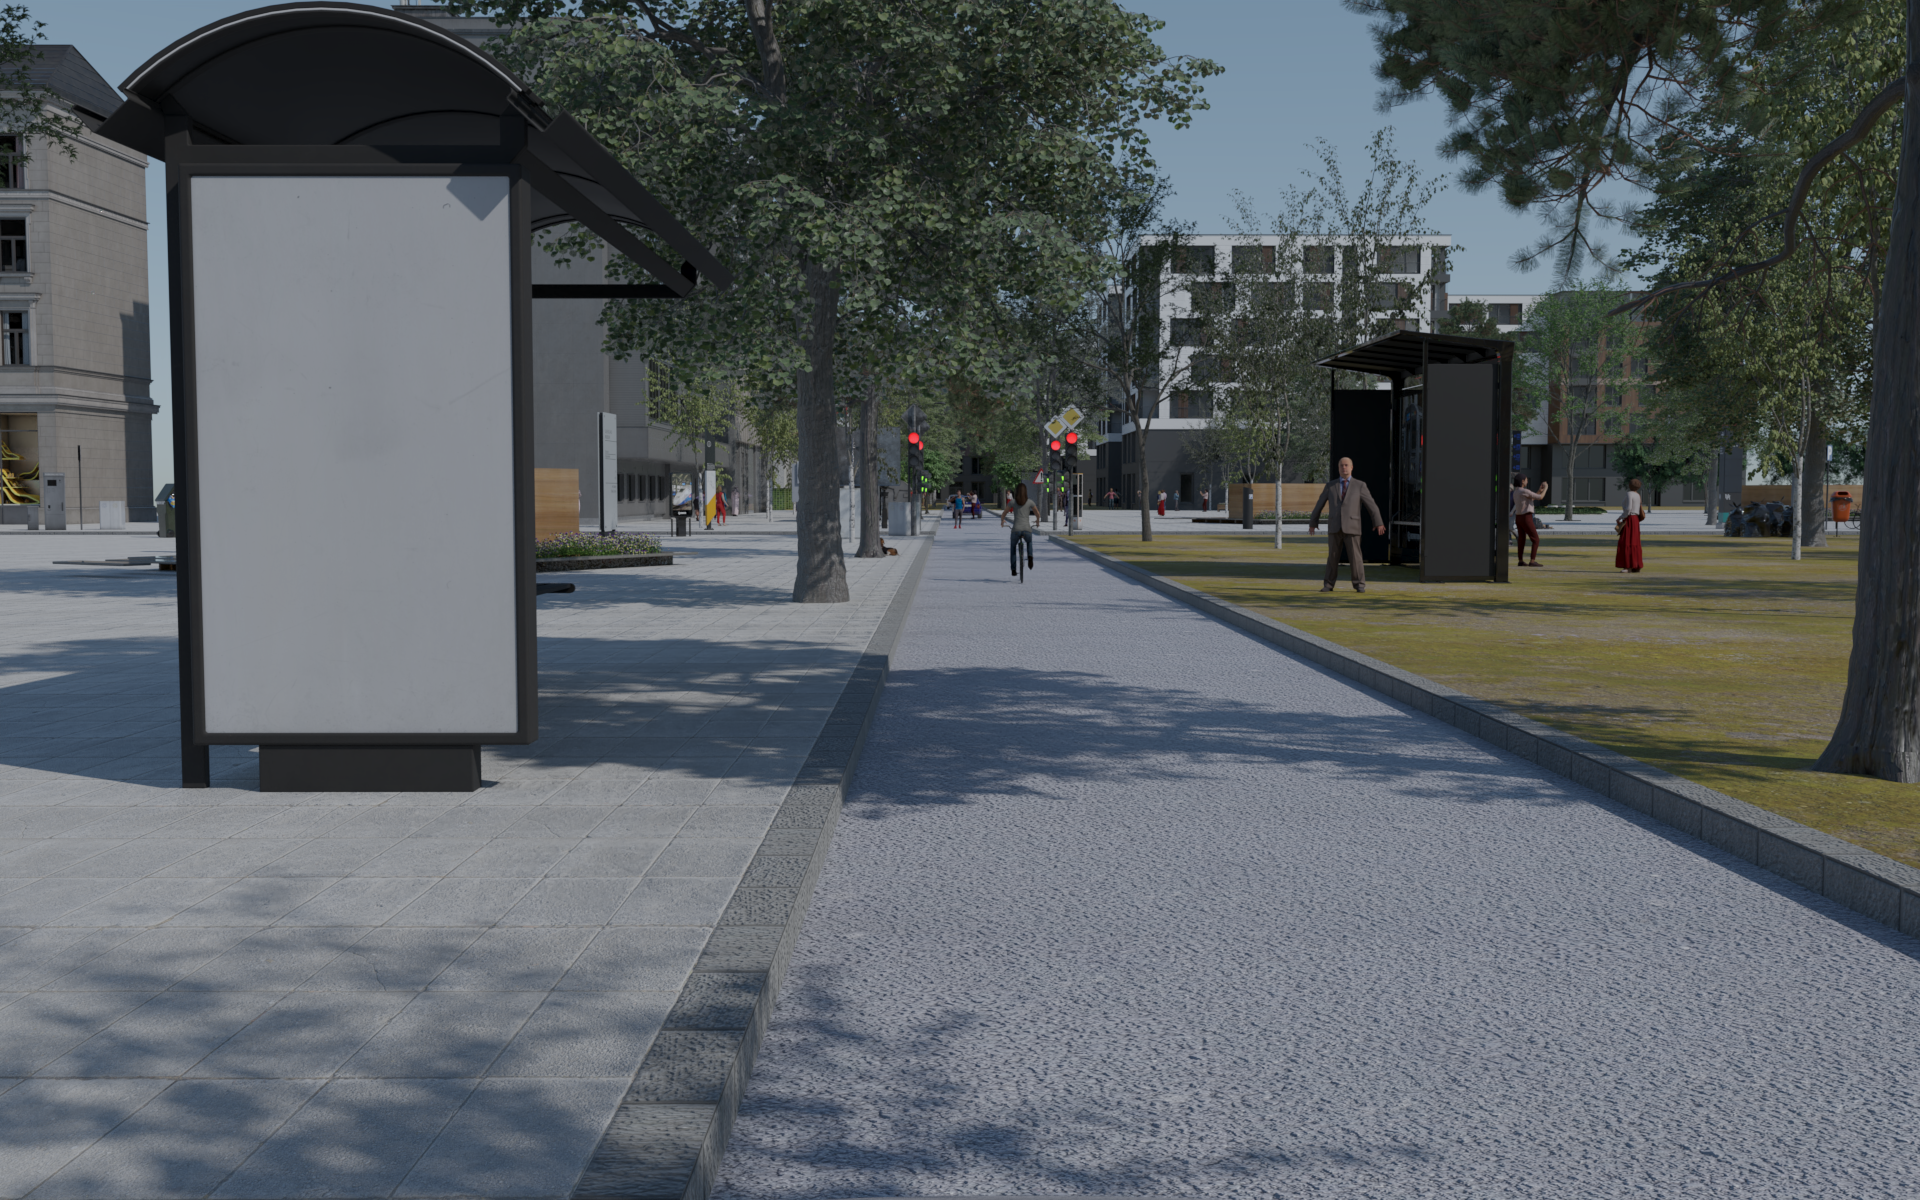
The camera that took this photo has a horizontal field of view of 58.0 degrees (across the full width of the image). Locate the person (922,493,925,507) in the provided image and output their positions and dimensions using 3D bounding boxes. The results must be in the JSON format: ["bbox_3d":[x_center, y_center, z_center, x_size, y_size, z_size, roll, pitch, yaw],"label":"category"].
[{"bbox_3d":[-3.759,-10.546,178.466,0.705,1.824,1.348,-1,4,-14],"label":"person"}]

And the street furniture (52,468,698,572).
[{"bbox_3d":[-8.300,-1.418,30.038,9.812,1.723,11.010,2,4,30],"label":"street furniture"}]

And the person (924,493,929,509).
[{"bbox_3d":[-2.802,-8.408,144.987,0.415,1.643,0.593,-3,4,-37],"label":"person"}]

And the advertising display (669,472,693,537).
[{"bbox_3d":[-8.386,-2.863,52.030,0.123,1.923,0.974,2,4,30],"label":"advertising display"}]

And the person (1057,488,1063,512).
[{"bbox_3d":[7.170,-7.228,124.912,0.600,1.739,0.565,3,5,42],"label":"person"}]

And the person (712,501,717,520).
[{"bbox_3d":[-12.340,-4.804,86.795,0.614,1.554,0.590,0,4,-7],"label":"person"}]

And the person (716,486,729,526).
[{"bbox_3d":[-9.624,-3.795,69.799,0.444,1.614,0.593,-2,4,-33],"label":"person"}]

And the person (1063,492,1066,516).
[{"bbox_3d":[6.205,-5.732,100.681,0.541,1.710,0.530,0,4,-1],"label":"person"}]

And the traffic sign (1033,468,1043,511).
[{"bbox_3d":[4.096,-5.327,87.106,0.884,2.594,0.081,0,4,5],"label":"traffic sign"}]

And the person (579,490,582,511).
[{"bbox_3d":[-15.021,-3.715,67.458,0.551,1.740,0.621,-1,4,-21],"label":"person"}]

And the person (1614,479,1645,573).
[{"bbox_3d":[10.917,-1.204,28.196,0.523,1.526,0.387,-3,5,-41],"label":"person"}]

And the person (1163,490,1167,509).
[{"bbox_3d":[15.016,-7.328,127.807,0.435,1.587,0.963,3,4,36],"label":"person"}]

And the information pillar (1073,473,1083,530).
[{"bbox_3d":[4.169,-3.504,61.779,0.304,2.012,0.304,3,4,36],"label":"information pillar"}]

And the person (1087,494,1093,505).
[{"bbox_3d":[15.933,-12.569,212.476,0.436,1.711,0.756,-3,4,-37],"label":"person"}]

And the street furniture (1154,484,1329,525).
[{"bbox_3d":[15.085,-4.197,75.471,11.010,1.723,9.812,-1,4,-22],"label":"street furniture"}]

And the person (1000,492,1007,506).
[{"bbox_3d":[4.395,-10.551,179.110,0.990,1.755,0.434,0,4,-3],"label":"person"}]

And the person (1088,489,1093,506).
[{"bbox_3d":[13.718,-10.766,182.162,0.705,1.812,1.348,-1,4,-12],"label":"person"}]

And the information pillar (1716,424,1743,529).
[{"bbox_3d":[28.383,-4.551,63.790,0.750,3.857,0.750,0,4,8],"label":"information pillar"}]

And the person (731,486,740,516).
[{"bbox_3d":[-12.828,-5.647,99.044,0.551,1.740,0.621,0,4,3],"label":"person"}]

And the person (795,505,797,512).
[{"bbox_3d":[-11.721,-7.298,126.299,0.756,1.711,0.436,2,4,27],"label":"person"}]

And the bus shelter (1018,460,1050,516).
[{"bbox_3d":[4.520,-6.732,103.997,2.014,3.302,5.546,0,4,0],"label":"bus shelter"}]

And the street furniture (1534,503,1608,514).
[{"bbox_3d":[37.312,-6.008,113.859,10.072,0.657,5.734,-1,4,-9],"label":"street furniture"}]

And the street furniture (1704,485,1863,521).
[{"bbox_3d":[40.548,-4.705,83.781,9.812,1.723,11.010,-1,4,-15],"label":"street furniture"}]

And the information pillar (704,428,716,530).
[{"bbox_3d":[-8.901,-4.300,61.667,0.183,3.616,0.504,2,4,32],"label":"information pillar"}]

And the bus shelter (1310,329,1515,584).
[{"bbox_3d":[7.112,-2.238,27.874,1.731,3.624,6.357,0,4,0],"label":"bus shelter"}]

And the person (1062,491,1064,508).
[{"bbox_3d":[9.534,-9.480,160.672,0.705,1.869,1.348,3,4,38],"label":"person"}]

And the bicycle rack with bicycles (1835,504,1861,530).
[{"bbox_3d":[33.355,-3.027,62.867,2.925,0.926,2.852,0,4,1],"label":"bicycle rack with bicycles"}]

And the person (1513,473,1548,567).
[{"bbox_3d":[10.092,-1.417,30.678,0.566,1.644,0.517,2,4,29],"label":"person"}]

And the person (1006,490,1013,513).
[{"bbox_3d":[3.347,-6.625,116.837,0.523,1.526,0.387,-1,4,-21],"label":"person"}]

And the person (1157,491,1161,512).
[{"bbox_3d":[14.056,-6.910,121.562,0.613,1.512,0.480,2,4,28],"label":"person"}]

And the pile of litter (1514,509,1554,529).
[{"bbox_3d":[20.995,-3.034,63.569,1.176,0.858,1.719,-1,4,-23],"label":"pile of litter"}]

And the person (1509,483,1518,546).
[{"bbox_3d":[13.667,-2.113,42.795,0.471,1.553,0.569,1,4,9],"label":"person"}]

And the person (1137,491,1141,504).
[{"bbox_3d":[11.419,-6.198,108.834,0.517,1.644,0.566,0,4,0],"label":"person"}]

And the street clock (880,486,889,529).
[{"bbox_3d":[-2.798,-3.646,64.185,0.471,2.002,0.358,-1,4,-17],"label":"street clock"}]

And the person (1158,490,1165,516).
[{"bbox_3d":[11.658,-5.607,100.184,0.387,1.526,0.523,2,4,28],"label":"person"}]

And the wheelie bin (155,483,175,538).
[{"bbox_3d":[-23.253,-2.638,51.034,0.980,1.594,0.693,3,5,39],"label":"wheelie bin"}]

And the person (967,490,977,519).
[{"bbox_3d":[0.686,-5.470,99.386,0.517,1.644,0.566,-2,4,-24],"label":"person"}]

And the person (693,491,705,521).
[{"bbox_3d":[-12.264,-4.436,81.799,0.697,1.427,0.421,-1,4,-14],"label":"person"}]

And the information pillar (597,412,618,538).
[{"bbox_3d":[-10.270,-3.619,50.489,0.184,3.620,1.656,0,4,2],"label":"information pillar"}]

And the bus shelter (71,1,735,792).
[{"bbox_3d":[-2.633,-0.978,9.914,2.014,3.302,5.546,0,4,0],"label":"bus shelter"}]

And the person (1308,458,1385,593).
[{"bbox_3d":[5.039,-0.980,22.622,0.990,1.755,0.434,2,4,25],"label":"person"}]

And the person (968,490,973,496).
[{"bbox_3d":[1.152,-10.252,176.063,1.348,1.831,0.705,-1,4,-21],"label":"person"}]

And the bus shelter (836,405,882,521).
[{"bbox_3d":[-4.592,-6.245,79.732,2.179,5.291,8.768,0,4,0],"label":"bus shelter"}]

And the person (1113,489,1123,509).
[{"bbox_3d":[13.217,-8.545,146.535,1.217,1.735,0.721,0,4,-1],"label":"person"}]

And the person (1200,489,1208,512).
[{"bbox_3d":[17.521,-7.146,124.339,0.517,1.644,0.566,-3,5,-41],"label":"person"}]

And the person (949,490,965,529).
[{"bbox_3d":[-0.126,-3.761,71.854,0.647,1.594,0.662,0,4,-1],"label":"person"}]

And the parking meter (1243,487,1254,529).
[{"bbox_3d":[10.511,-3.352,63.212,0.372,1.533,0.369,0,3,0],"label":"parking meter"}]

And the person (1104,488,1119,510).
[{"bbox_3d":[12.039,-8.004,137.633,1.217,1.743,0.721,0,4,-6],"label":"person"}]

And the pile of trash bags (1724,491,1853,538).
[{"bbox_3d":[24.710,-2.558,51.581,3.447,1.369,1.912,1,4,9],"label":"pile of trash bags"}]

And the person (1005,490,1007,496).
[{"bbox_3d":[5.437,-12.191,205.320,0.705,1.831,1.348,2,4,32],"label":"person"}]

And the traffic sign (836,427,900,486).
[{"bbox_3d":[-2.934,-3.588,52.539,2.265,3.308,0.079,0,4,6],"label":"traffic sign"}]

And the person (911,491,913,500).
[{"bbox_3d":[-5.574,-11.935,201.121,0.705,1.831,1.348,1,4,22],"label":"person"}]

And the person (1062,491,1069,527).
[{"bbox_3d":[4.328,-3.734,67.921,0.655,1.722,0.431,0,4,7],"label":"person"}]

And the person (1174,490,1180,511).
[{"bbox_3d":[16.208,-7.428,129.703,0.429,1.552,0.499,2,4,26],"label":"person"}]
